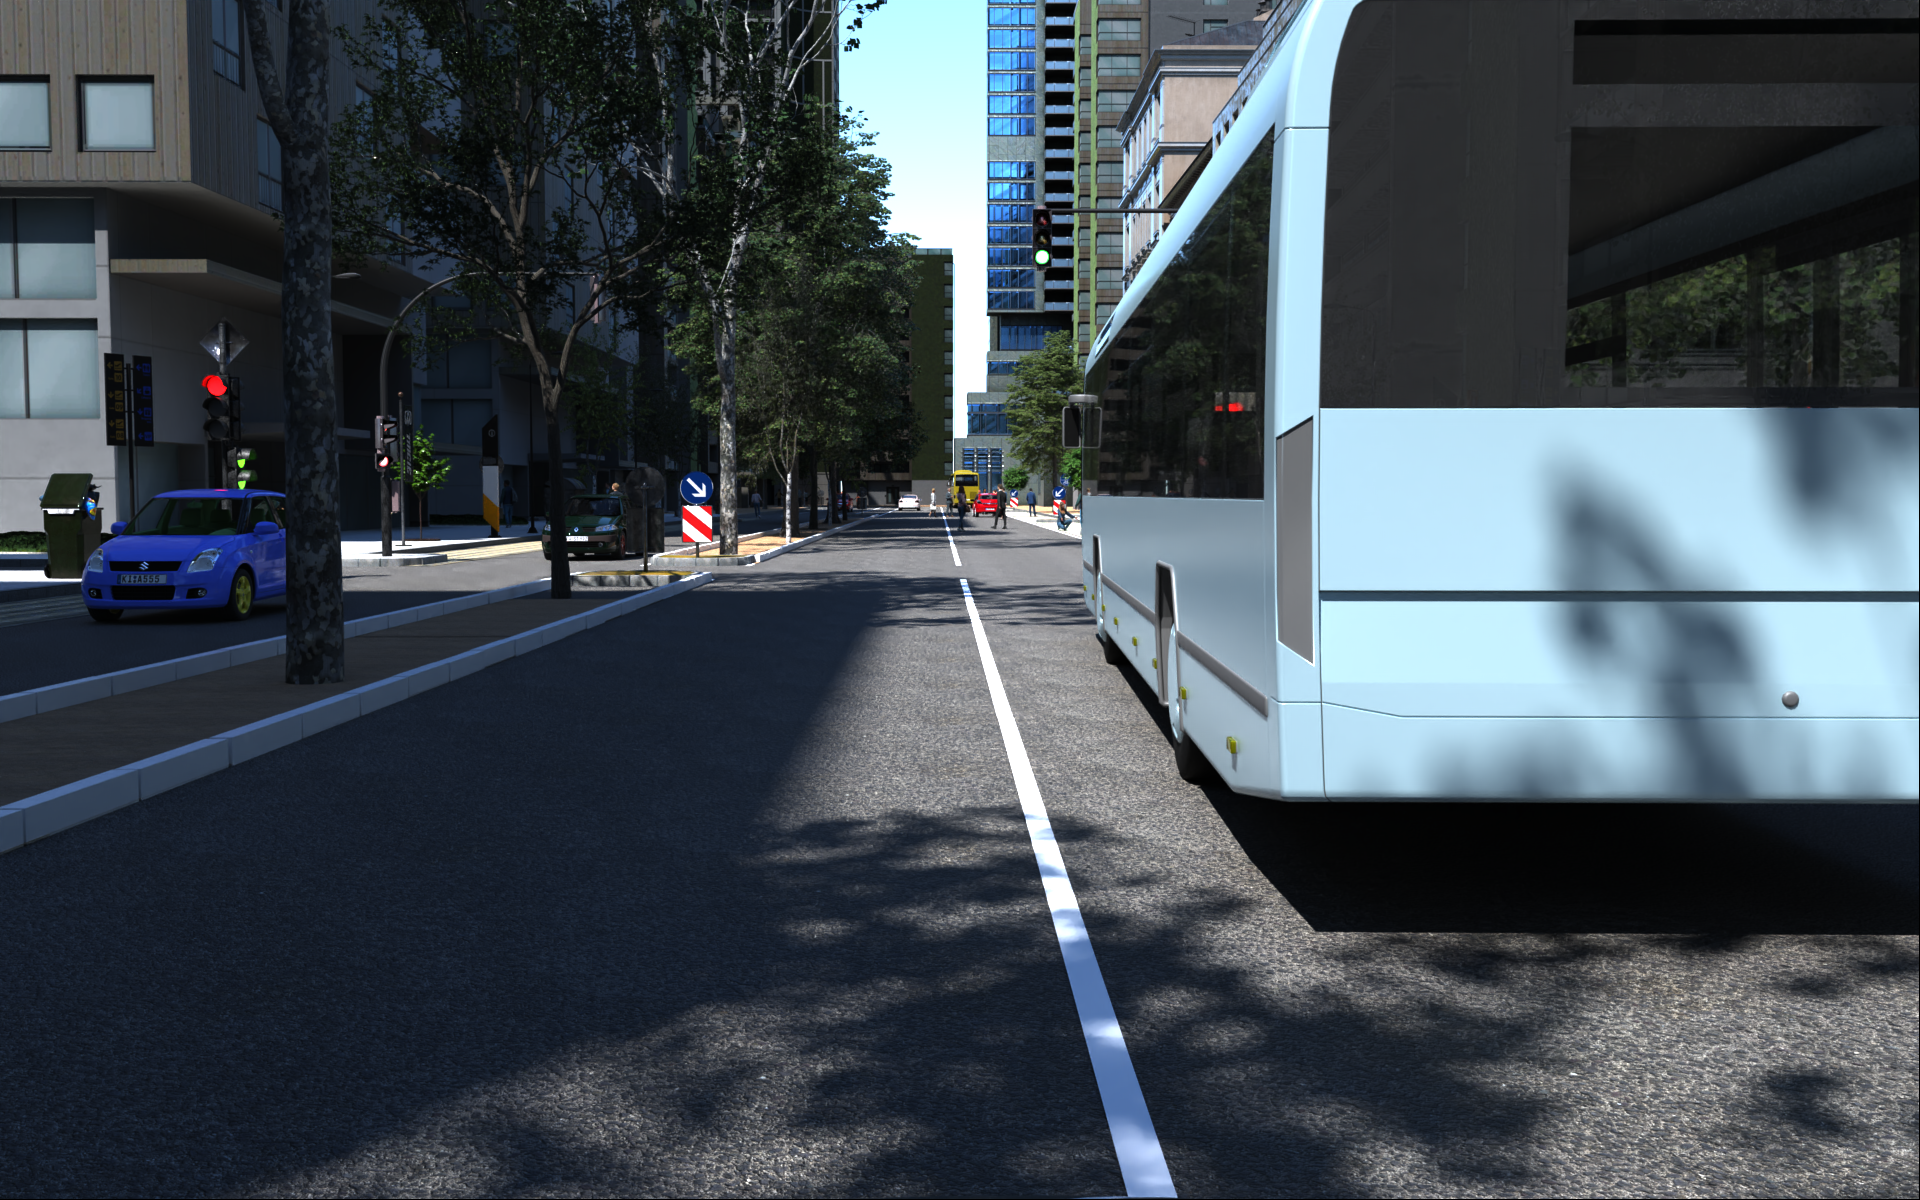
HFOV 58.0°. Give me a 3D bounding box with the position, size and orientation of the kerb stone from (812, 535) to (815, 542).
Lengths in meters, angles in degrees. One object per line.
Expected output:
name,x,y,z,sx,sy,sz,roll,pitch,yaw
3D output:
kerb stone,-4.456,-1.772,51.164,0.120,0.150,1.000,0,4,-1

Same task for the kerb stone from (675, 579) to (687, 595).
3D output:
kerb stone,-4.108,-0.172,25.001,0.120,0.150,1.000,0,4,-1

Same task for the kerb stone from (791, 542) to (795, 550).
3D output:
kerb stone,-4.362,-1.333,43.985,0.120,0.150,1.000,0,4,-1

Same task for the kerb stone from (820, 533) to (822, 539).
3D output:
kerb stone,-4.490,-1.960,54.239,0.120,0.150,1.000,0,4,-1

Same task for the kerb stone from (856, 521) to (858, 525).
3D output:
kerb stone,-4.793,-3.392,77.821,0.120,0.150,1.000,0,4,-1

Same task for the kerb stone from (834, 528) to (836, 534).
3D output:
kerb stone,-4.586,-2.396,61.404,0.120,0.150,1.000,0,4,-1

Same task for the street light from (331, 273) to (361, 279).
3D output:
street light,-13.272,-3.914,36.528,1.470,5.913,1.316,0,4,-1

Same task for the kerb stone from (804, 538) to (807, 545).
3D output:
kerb stone,-4.411,-1.583,48.083,0.120,0.150,1.000,0,4,-1

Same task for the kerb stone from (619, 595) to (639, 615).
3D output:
kerb stone,-4.053,0.079,20.901,0.120,0.150,1.000,0,4,-1

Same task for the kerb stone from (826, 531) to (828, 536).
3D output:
kerb stone,-4.528,-2.142,57.309,0.120,0.150,1.000,0,4,-1

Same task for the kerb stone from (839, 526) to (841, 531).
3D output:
kerb stone,-4.630,-2.586,64.484,0.120,0.150,1.000,0,4,-1

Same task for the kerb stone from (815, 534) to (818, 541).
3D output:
kerb stone,-4.464,-1.834,52.187,0.120,0.150,1.000,0,4,-1

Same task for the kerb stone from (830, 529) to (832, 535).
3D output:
kerb stone,-4.558,-2.273,59.359,0.120,0.150,1.000,0,4,-1

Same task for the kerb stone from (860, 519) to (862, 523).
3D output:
kerb stone,-4.860,-3.653,81.928,0.120,0.150,1.000,0,4,-1

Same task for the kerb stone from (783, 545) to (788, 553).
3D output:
kerb stone,-4.329,-1.202,41.931,0.120,0.150,1.000,0,4,-1

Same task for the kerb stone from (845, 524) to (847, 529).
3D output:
kerb stone,-4.681,-2.837,68.584,0.120,0.150,1.000,0,4,-1

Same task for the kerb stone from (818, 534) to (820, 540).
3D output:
kerb stone,-4.484,-1.897,53.212,0.120,0.150,1.000,0,4,-1

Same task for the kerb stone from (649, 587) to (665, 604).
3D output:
kerb stone,-4.085,-0.042,22.945,0.120,0.150,1.000,0,4,-1

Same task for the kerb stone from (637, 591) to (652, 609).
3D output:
kerb stone,-4.069,0.018,21.923,0.120,0.150,1.000,0,4,-1

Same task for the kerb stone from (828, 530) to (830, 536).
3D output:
kerb stone,-4.543,-2.210,58.335,0.120,0.150,1.000,0,4,-1

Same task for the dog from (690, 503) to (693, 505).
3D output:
dog,-15.729,-5.393,102.549,0.800,0.831,0.513,-3,5,-43

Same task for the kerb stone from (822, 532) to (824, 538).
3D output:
kerb stone,-4.505,-2.017,55.261,0.120,0.150,1.000,0,4,-1

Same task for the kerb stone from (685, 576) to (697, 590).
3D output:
kerb stone,-4.122,-0.230,26.023,0.120,0.150,1.000,0,4,-1

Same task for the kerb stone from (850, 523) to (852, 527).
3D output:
kerb stone,-4.735,-3.088,72.683,0.120,0.150,1.000,0,4,-1

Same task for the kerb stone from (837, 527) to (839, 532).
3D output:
kerb stone,-4.620,-2.524,63.459,0.120,0.150,1.000,0,4,-1

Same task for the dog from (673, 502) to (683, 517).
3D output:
dog,-16.029,-5.106,97.869,0.800,0.831,0.513,-1,4,-16

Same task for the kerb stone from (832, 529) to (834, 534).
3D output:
kerb stone,-4.579,-2.336,60.381,0.120,0.150,1.000,0,4,-1

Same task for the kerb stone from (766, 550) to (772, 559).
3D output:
kerb stone,-4.277,-0.956,37.821,0.120,0.150,1.000,0,4,-1

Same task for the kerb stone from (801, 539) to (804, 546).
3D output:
kerb stone,-4.399,-1.521,47.061,0.120,0.150,1.000,0,4,-1

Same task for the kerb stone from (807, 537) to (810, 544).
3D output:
kerb stone,-4.424,-1.647,49.118,0.120,0.150,1.000,0,4,-1

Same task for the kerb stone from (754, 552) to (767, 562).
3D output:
kerb stone,-4.265,-0.893,36.796,0.120,0.150,1.000,0,4,-1

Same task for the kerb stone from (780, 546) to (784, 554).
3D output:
kerb stone,-4.319,-1.144,40.899,0.120,0.150,1.000,0,4,-1

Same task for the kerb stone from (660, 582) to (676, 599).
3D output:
kerb stone,-4.100,-0.109,23.972,0.120,0.150,1.000,0,4,-1

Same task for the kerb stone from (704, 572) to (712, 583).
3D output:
kerb stone,-4.148,-0.354,28.067,0.120,0.150,1.000,0,4,-1

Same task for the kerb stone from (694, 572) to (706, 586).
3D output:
kerb stone,-4.133,-0.297,27.044,0.120,0.150,1.000,0,4,-1

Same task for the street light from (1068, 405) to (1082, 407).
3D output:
street light,6.306,-7.187,90.050,1.470,5.913,1.316,0,4,-1

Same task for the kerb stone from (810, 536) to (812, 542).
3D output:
kerb stone,-4.443,-1.708,50.142,0.120,0.150,1.000,0,4,-1

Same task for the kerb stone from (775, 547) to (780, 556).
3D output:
kerb stone,-4.303,-1.081,39.877,0.120,0.150,1.000,0,4,-1

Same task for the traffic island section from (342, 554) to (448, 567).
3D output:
traffic island section,-11.810,-0.818,35.655,2.009,0.180,2.903,0,4,-1

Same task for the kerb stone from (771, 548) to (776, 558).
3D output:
kerb stone,-4.285,-1.013,38.850,0.120,0.150,1.000,0,4,-1

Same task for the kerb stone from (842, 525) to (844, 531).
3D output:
kerb stone,-4.657,-2.712,66.540,0.120,0.150,1.000,0,4,-1

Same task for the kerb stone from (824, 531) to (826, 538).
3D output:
kerb stone,-4.519,-2.080,56.287,0.120,0.150,1.000,0,4,-1

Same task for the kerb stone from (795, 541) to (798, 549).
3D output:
kerb stone,-4.366,-1.395,45.011,0.120,0.150,1.000,0,4,-1

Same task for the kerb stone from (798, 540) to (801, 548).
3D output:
kerb stone,-4.380,-1.458,46.033,0.120,0.150,1.000,0,4,-1

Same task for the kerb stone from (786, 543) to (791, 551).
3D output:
kerb stone,-4.346,-1.270,42.962,0.120,0.150,1.000,0,4,-1
